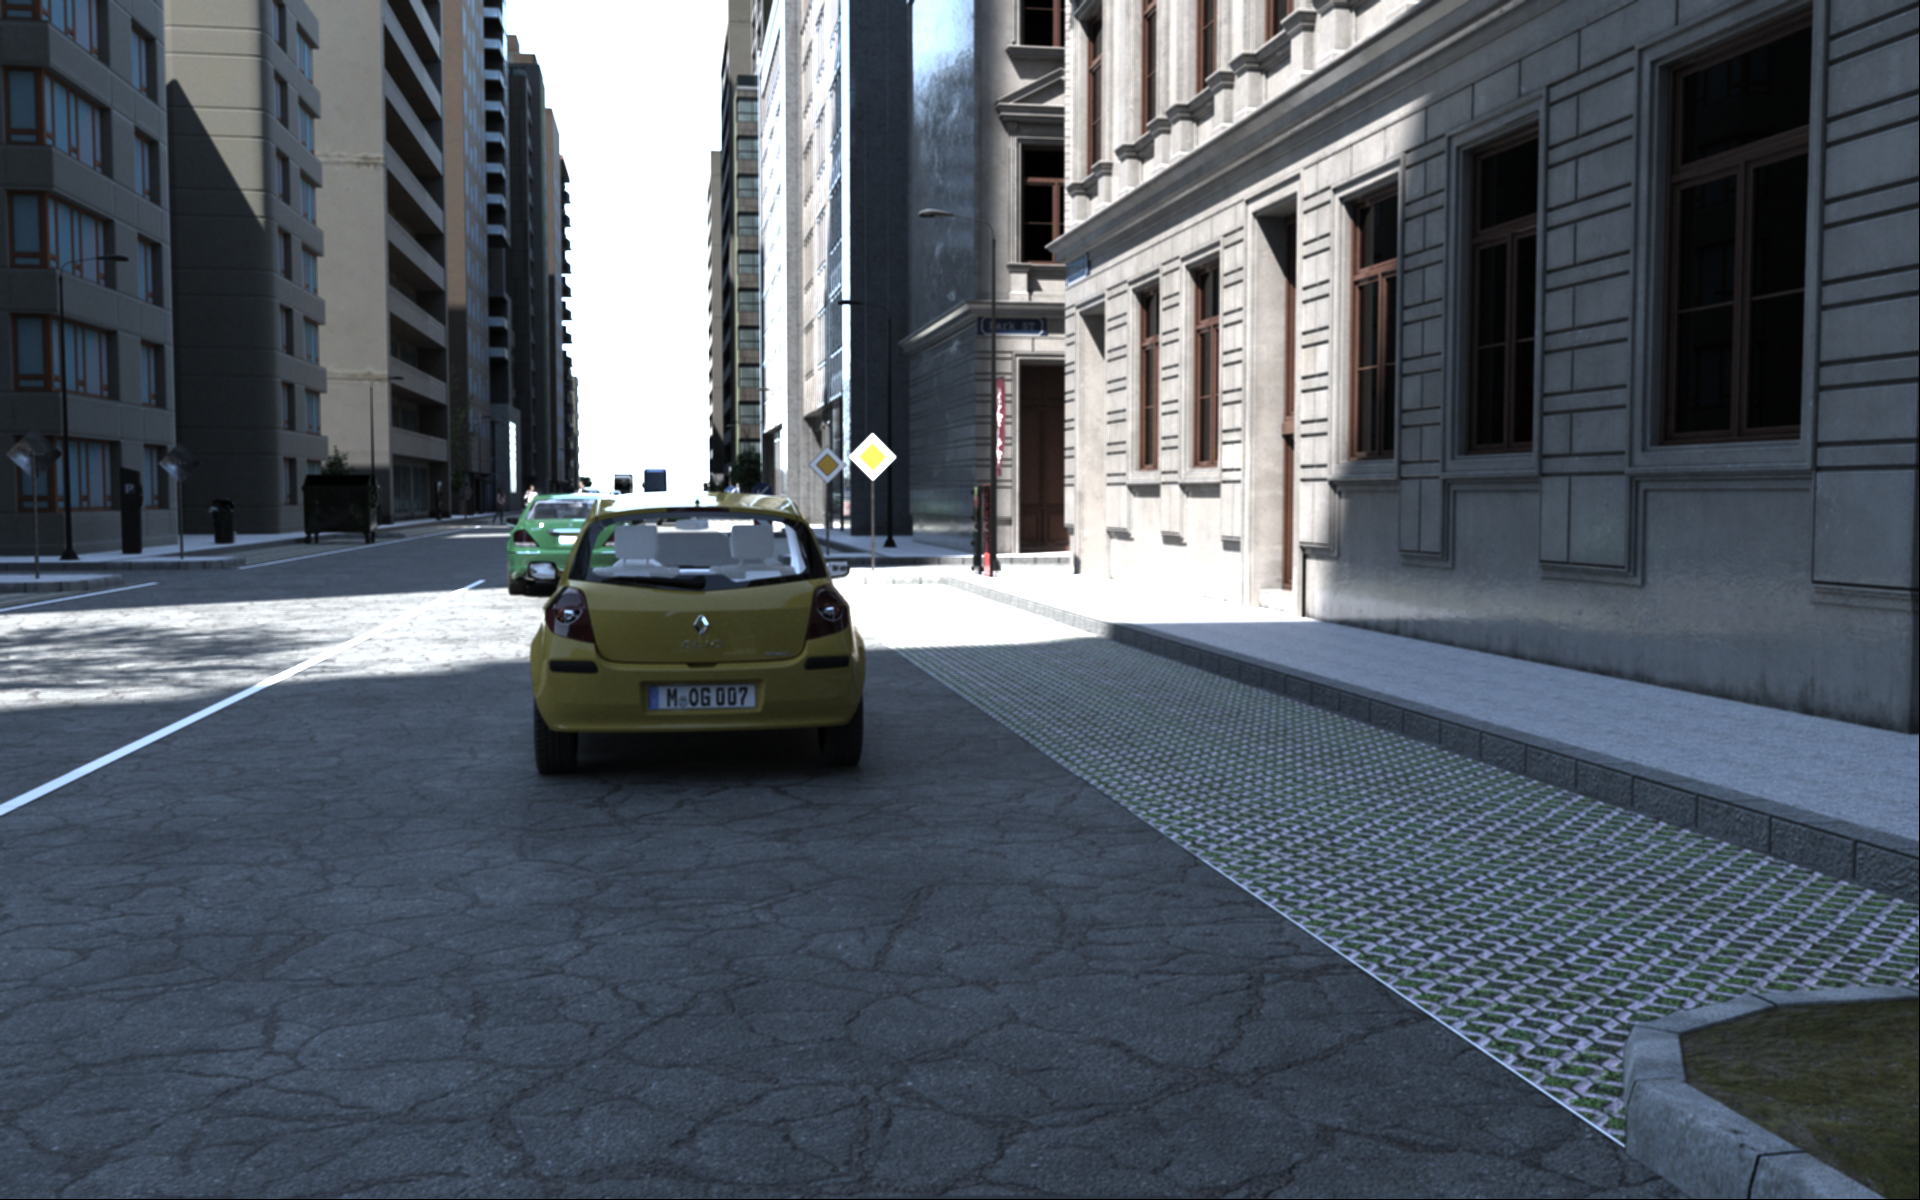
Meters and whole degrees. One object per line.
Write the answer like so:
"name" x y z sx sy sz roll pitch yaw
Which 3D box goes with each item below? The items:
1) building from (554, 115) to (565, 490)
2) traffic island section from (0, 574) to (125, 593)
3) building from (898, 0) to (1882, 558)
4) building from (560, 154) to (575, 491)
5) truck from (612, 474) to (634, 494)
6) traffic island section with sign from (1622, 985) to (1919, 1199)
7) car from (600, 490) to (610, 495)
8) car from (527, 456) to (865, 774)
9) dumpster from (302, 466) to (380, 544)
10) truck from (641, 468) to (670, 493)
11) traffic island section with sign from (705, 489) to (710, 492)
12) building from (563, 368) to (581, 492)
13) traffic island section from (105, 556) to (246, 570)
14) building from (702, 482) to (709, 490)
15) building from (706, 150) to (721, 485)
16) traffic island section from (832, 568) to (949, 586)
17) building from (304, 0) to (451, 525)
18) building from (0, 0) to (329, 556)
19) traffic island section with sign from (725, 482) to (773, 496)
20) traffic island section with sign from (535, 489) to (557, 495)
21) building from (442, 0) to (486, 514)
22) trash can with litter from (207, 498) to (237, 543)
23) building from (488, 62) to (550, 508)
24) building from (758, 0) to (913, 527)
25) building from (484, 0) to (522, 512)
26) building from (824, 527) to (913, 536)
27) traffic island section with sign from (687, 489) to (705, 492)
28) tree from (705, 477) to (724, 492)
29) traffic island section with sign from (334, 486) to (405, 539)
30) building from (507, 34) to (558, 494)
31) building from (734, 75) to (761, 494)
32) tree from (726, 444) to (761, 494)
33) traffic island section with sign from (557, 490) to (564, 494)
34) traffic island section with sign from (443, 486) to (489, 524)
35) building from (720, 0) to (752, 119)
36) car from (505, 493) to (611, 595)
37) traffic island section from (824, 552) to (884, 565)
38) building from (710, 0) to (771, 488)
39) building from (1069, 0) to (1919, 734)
"building" -52.397 -33.371 195.719 14.600 45.320 14.200 -1 4 -10
"traffic island section" -14.017 -0.244 26.274 2.009 0.180 2.903 -1 4 -10
"building" 9.156 -12.634 42.720 21.152 22.565 11.583 -1 4 -10
"building" -59.981 -34.350 216.251 22.147 44.769 28.867 -1 4 -10
"truck" -46.474 -15.310 239.231 2.839 4.237 11.283 -1 4 -9
"traffic island section with sign" 2.501 0.316 3.468 1.989 1.847 2.006 -1 4 -10
"car" -34.870 -9.688 167.065 2.281 1.827 5.304 -1 4 -11
"car" -1.601 -0.011 10.400 2.015 1.641 3.980 -1 4 -10
"dumpster" -17.887 -2.758 50.038 1.985 2.255 1.502 -1 4 -8
"truck" -30.720 -11.300 174.509 2.967 4.110 18.799 -1 4 -10
"traffic island section with sign" -11.198 -4.602 83.868 1.989 1.847 2.006 -1 4 -10
"building" -68.504 -24.448 244.756 27.650 21.520 28.899 -1 4 -10
"traffic island section" -15.359 -0.726 34.146 2.009 0.180 2.903 -1 4 -10
"building" -22.289 -34.652 258.440 32.217 40.220 23.993 -1 4 -10
"building" -23.055 -37.317 233.835 21.300 48.544 21.600 -1 4 -10
"traffic island section" -1.407 -0.375 28.411 2.009 0.180 2.903 -1 4 -10
"building" -36.140 -27.891 79.725 21.300 48.544 21.600 -1 4 -10
"building" -34.607 -12.361 47.146 27.650 21.520 28.899 -1 4 -10
"traffic island section with sign" -6.668 -2.977 57.294 1.989 1.847 2.006 -1 4 -10
"traffic island section with sign" -32.187 -7.594 132.788 1.989 1.847 2.006 -1 4 -10
"building" -38.963 -28.366 113.901 14.600 45.320 14.200 -1 4 -10
"trash can with litter" -19.208 -2.063 45.116 0.624 1.170 1.055 -1 4 -16
"building" -45.564 -29.069 158.867 14.154 41.232 14.086 -1 4 -10
"building" -3.111 -16.257 83.825 12.078 24.808 19.932 -1 4 -10
"building" -45.778 -50.272 134.625 22.319 86.520 31.000 -1 4 -10
"building" 0.894 -15.003 63.329 12.078 24.808 19.932 -1 4 -10
"traffic island section with sign" -24.272 -9.291 160.541 1.989 1.847 2.006 -1 4 -10
"tree" -28.462 -12.556 199.891 1.663 3.219 1.824 0 3 0
"traffic island section with sign" -19.149 -2.916 56.310 1.989 1.847 2.006 -1 4 -10
"building" -48.545 -31.954 172.556 14.600 45.320 14.200 -1 4 -10
"building" -9.112 -21.552 124.084 14.160 30.474 14.107 -1 4 -10
"tree" -13.580 -7.936 113.462 4.285 4.588 4.351 0 3 0
"traffic island section with sign" -36.723 -9.219 159.360 1.989 1.847 2.006 -1 4 -10
"traffic island section with sign" -23.759 -4.567 83.297 1.989 1.847 2.006 -1 4 -10
"building" -11.209 -32.934 162.170 21.300 48.544 21.600 -1 4 -10
"car" -5.835 -0.884 26.253 2.131 1.459 4.920 -1 4 -11
"traffic island section" -2.748 -0.856 36.283 2.009 0.180 2.903 -1 4 -10
"building" -20.258 -47.339 212.250 20.563 71.187 20.611 -1 4 -10
"building" 8.311 -11.181 18.966 11.583 22.565 21.152 -1 4 -10
